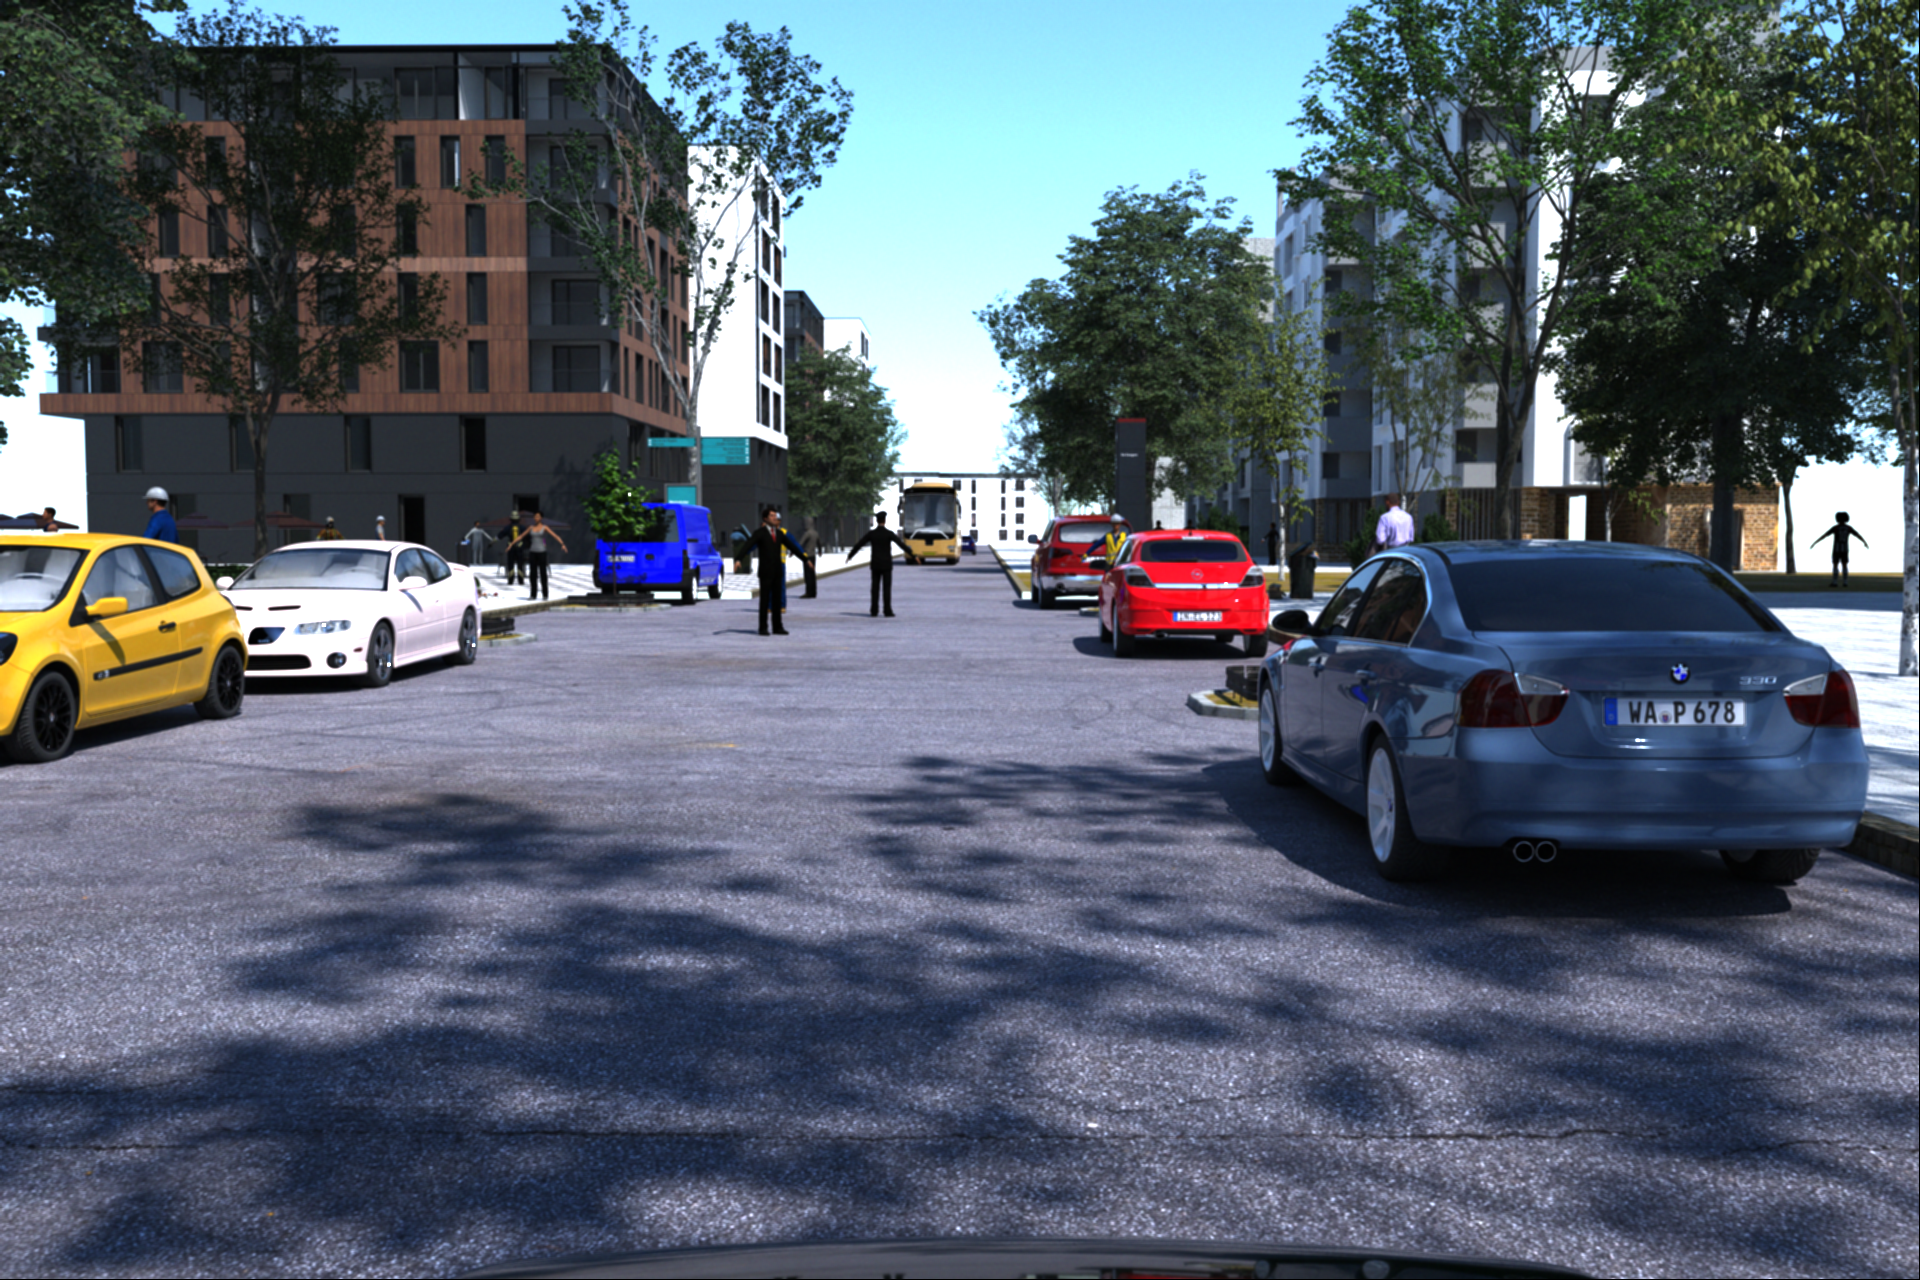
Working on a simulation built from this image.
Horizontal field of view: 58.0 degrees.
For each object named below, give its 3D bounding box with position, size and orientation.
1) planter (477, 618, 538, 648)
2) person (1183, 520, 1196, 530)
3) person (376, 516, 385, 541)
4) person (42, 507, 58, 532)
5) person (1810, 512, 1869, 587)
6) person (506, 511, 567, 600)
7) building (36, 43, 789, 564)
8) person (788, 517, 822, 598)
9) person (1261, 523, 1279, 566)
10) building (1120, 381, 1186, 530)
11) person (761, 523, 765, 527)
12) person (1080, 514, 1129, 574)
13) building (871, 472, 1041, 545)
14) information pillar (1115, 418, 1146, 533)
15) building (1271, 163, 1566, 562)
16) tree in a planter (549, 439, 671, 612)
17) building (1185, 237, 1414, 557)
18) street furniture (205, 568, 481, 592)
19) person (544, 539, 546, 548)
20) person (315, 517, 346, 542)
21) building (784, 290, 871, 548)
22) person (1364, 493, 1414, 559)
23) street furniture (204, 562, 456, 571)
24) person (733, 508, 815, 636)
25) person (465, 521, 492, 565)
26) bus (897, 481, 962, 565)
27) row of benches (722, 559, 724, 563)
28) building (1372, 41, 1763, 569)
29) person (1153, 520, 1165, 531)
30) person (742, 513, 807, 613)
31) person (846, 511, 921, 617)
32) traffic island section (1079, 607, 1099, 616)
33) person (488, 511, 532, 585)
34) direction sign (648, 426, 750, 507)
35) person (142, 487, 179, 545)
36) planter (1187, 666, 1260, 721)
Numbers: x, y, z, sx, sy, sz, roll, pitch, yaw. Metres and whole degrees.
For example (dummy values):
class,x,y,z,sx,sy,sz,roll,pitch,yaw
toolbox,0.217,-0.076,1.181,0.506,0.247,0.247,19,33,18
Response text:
class,x,y,z,sx,sy,sz,roll,pitch,yaw
planter,-6.664,-0.098,22.745,1.991,0.319,1.994,0,4,1
person,8.235,-3.415,62.062,1.346,1.802,0.704,1,4,14
person,-18.239,-2.984,54.638,0.705,1.847,1.347,-2,4,-23
person,-17.822,-1.696,33.892,0.704,1.807,1.345,-2,4,-31
person,21.417,-2.201,42.136,1.345,1.843,0.704,1,4,8
person,-8.174,-1.630,33.467,1.217,1.737,0.721,0,4,5
building,-24.755,-14.991,89.079,27.936,21.610,32.646,0,4,1
person,-3.387,-1.839,38.649,0.705,1.813,1.348,2,4,25
person,12.572,-3.876,70.086,1.216,1.740,0.721,-3,5,-45
building,26.050,-19.015,177.356,16.747,18.905,31.486,0,4,1
person,-8.771,-4.352,77.427,0.705,1.796,1.348,0,4,2
person,2.637,-1.249,29.335,1.216,1.772,0.721,0,4,7
building,-3.145,-17.700,233.993,28.070,9.664,9.099,0,4,-4
information pillar,3.838,-3.039,39.060,0.750,3.857,0.750,0,4,0
building,21.700,-14.317,90.508,16.016,20.090,11.380,0,4,1
tree in a planter,-6.533,-2.166,32.636,1.991,3.239,1.994,0,4,1
building,24.792,-15.009,111.857,16.747,18.905,31.486,0,4,1
street furniture,-16.079,-1.407,38.639,10.072,0.657,5.734,0,4,-5
person,-15.944,-3.496,66.418,0.599,1.433,0.991,-1,4,-15
person,-21.056,-3.191,57.945,0.705,1.858,1.354,2,4,33
building,-23.362,-19.440,161.826,27.936,21.610,32.646,0,4,1
person,5.809,-1.074,23.467,0.709,1.838,0.599,-1,4,-18
street furniture,-18.672,-1.856,45.965,10.072,0.657,5.734,0,4,2
person,-2.673,-0.975,24.578,1.347,1.806,0.705,-3,5,-39
person,-19.707,-3.952,70.808,1.347,1.806,0.705,-3,5,-39
bus,-1.274,-5.651,83.936,2.896,3.916,12.252,0,4,1
row of benches,-8.498,-2.139,50.431,1.422,0.672,4.104,2,4,34
building,22.878,-13.247,73.002,16.016,20.090,11.380,0,4,1
person,7.645,-3.712,66.836,1.346,1.812,0.704,-1,4,-10
person,-3.361,-1.411,31.489,1.349,1.833,0.705,1,4,14
person,-1.354,-1.321,29.990,1.347,1.837,0.705,1,4,12
traffic island section,3.146,-0.498,31.008,1.991,0.108,1.994,0,4,1
person,-11.221,-2.320,43.709,1.354,1.856,0.705,-1,4,-15
direction sign,-6.433,-3.342,43.410,2.525,3.948,1.411,0,4,2
person,-9.635,-0.911,20.782,0.705,1.842,1.347,0,4,-3
planter,2.898,0.428,14.144,1.991,0.319,1.994,0,4,0
